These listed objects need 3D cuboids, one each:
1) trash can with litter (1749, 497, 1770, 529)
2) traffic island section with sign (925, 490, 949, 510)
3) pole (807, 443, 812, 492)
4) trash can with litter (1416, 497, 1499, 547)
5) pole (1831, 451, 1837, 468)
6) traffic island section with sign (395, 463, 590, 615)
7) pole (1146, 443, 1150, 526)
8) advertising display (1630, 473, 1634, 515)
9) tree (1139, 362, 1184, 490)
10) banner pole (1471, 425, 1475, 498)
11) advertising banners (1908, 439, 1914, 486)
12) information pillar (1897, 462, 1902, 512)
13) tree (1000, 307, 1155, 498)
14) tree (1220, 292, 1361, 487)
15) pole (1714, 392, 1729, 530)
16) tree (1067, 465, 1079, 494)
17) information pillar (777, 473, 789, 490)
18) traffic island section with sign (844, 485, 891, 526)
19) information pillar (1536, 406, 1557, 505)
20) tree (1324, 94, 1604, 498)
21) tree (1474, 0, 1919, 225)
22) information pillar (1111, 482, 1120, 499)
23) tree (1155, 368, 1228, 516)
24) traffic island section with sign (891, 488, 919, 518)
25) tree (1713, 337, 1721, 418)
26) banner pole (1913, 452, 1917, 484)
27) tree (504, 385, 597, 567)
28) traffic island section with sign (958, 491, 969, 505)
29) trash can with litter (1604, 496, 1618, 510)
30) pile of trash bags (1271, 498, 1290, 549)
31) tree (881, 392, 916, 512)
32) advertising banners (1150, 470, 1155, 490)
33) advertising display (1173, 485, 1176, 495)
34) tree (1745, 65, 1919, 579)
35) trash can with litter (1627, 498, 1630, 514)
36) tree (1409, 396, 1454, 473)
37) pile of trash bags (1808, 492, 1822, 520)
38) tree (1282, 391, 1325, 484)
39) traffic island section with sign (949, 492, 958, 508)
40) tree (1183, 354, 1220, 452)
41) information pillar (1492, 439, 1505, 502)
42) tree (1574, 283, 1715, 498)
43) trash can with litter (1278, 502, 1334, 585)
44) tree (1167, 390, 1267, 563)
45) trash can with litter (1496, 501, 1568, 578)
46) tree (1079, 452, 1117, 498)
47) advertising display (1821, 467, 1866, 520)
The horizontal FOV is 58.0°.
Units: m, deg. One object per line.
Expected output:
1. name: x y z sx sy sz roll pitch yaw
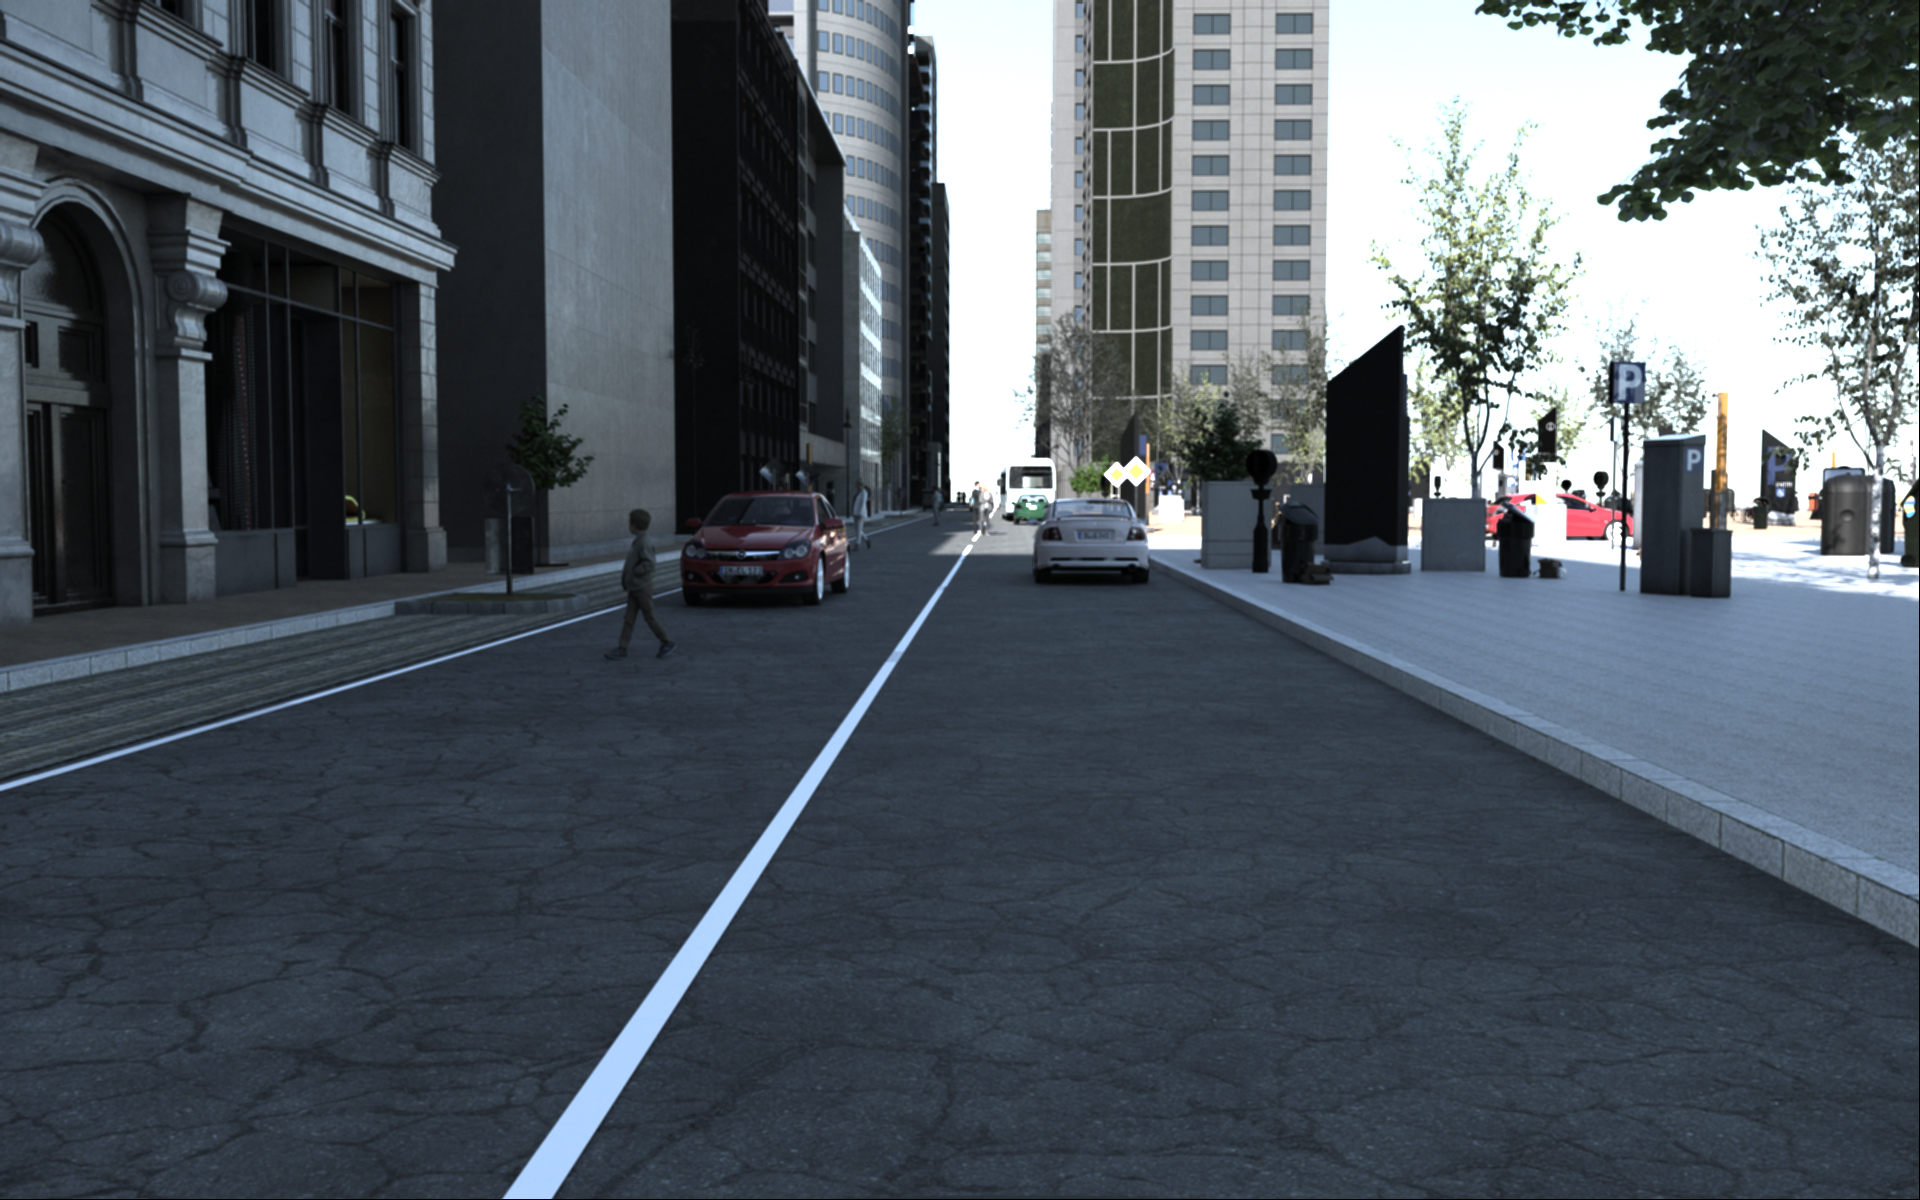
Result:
1. trash can with litter: 29.159 -3.165 63.135 0.624 1.170 1.055 2 4 30
2. traffic island section with sign: -2.214 -8.878 153.789 1.989 1.847 2.006 0 4 1
3. pole: -6.077 -4.649 69.855 0.158 3.312 0.155 0 3 0
4. trash can with litter: 12.287 -1.893 42.007 2.233 1.210 1.678 1 4 21
5. pole: 41.626 -5.425 82.544 0.158 3.312 0.155 0 3 0
6. traffic island section with sign: -5.680 -0.781 21.396 1.989 1.847 2.006 0 4 1
7. pole: 7.528 -4.646 69.809 0.158 3.312 0.155 0 3 0
8. advertising display: 21.063 -2.951 53.462 0.123 1.923 0.974 -1 4 -19
9. tree: 11.638 -8.713 92.825 4.360 8.622 3.978 0 3 0
10. banner pole: 18.623 -4.459 62.922 0.401 3.779 0.863 1 4 17
11. advertising banners: 30.722 -3.631 55.560 2.074 3.025 0.090 -3 5 -44
12. information pillar: 67.662 -8.153 124.657 0.183 3.616 0.504 3 5 44
13. tree: 7.731 -12.494 114.654 12.009 13.543 11.850 0 3 0
14. tree: 12.578 -6.900 63.171 4.360 8.622 3.978 0 3 0
15. pole: 15.233 -2.497 34.663 0.158 3.312 0.155 0 3 0
16. tree: 7.207 -6.118 94.632 1.663 3.219 1.824 0 3 0
17. information pillar: -6.281 -3.492 61.581 0.304 2.012 0.304 3 5 45
18. traffic island section with sign: -4.222 -4.182 76.997 1.989 1.847 2.006 0 4 1
19. information pillar: 15.569 -3.339 45.943 0.504 3.616 0.183 2 4 27
20. tree: 9.573 -4.991 31.963 4.737 8.622 4.395 0 3 0
21. tree: 5.460 -5.475 7.649 7.486 12.596 7.792 0 3 0
22. information pillar: 5.626 -3.554 62.592 0.304 2.012 0.304 0 4 7
23. tree: 13.603 -9.189 100.607 4.737 8.622 4.395 0 3 0
24. traffic island section with sign: -3.501 -5.858 104.404 1.989 1.847 2.006 0 4 1
25. tree: 31.155 -7.639 75.261 4.360 8.622 3.978 0 3 0
26. banner pole: 55.596 -6.786 100.961 0.401 3.779 0.863 1 4 11
27. tree: -7.526 -2.212 30.774 1.663 3.219 1.824 0 3 0
28. traffic island section with sign: -0.050 -13.952 236.748 1.989 1.847 2.006 0 4 1
29. trash can with litter: 21.740 -2.790 56.666 2.233 1.210 1.678 2 4 26
30. pile of trash bags: 7.534 -1.843 39.888 3.447 1.369 1.912 0 4 3
31. tree: -5.307 -10.614 123.903 4.737 8.622 4.395 0 3 0
32. advertising banners: 14.954 -8.045 127.720 2.074 3.025 0.090 1 4 17
33. advertising display: 15.464 -7.380 125.871 0.123 1.923 0.974 3 4 37
34. tree: 13.911 -4.635 26.139 4.360 8.622 3.978 0 3 0
35. trash can with litter: 25.096 -3.216 63.966 1.055 1.170 0.624 -3 5 -41
36. tree: 33.734 -10.700 125.304 4.360 8.622 3.978 0 3 0
37. pile of trash bags: 43.500 -4.712 86.785 3.447 1.369 1.912 -3 4 -37
38. tree: 24.986 -10.648 124.451 4.737 8.622 4.395 0 3 0
39. traffic island section with sign: -1.506 -10.526 180.735 1.989 1.847 2.006 0 4 1
40. tree: 13.695 -8.293 85.953 4.360 8.622 3.978 0 3 0
41. information pillar: 22.958 -5.050 73.920 0.504 3.616 0.183 2 4 34
42. tree: 23.177 -6.711 60.091 4.360 8.622 3.978 0 3 0
43. trash can with litter: 5.022 -0.825 24.874 0.624 1.170 1.055 -1 4 -20
44. tree: 4.963 -2.298 32.166 1.663 3.219 1.824 0 3 0
45. trash can with litter: 8.809 -0.935 26.675 1.055 1.170 0.624 2 4 27
46. tree: 6.593 -5.048 77.140 1.663 3.219 1.824 0 3 0
47. advertising display: 21.387 -2.247 41.948 0.123 1.923 0.974 -3 5 -40
